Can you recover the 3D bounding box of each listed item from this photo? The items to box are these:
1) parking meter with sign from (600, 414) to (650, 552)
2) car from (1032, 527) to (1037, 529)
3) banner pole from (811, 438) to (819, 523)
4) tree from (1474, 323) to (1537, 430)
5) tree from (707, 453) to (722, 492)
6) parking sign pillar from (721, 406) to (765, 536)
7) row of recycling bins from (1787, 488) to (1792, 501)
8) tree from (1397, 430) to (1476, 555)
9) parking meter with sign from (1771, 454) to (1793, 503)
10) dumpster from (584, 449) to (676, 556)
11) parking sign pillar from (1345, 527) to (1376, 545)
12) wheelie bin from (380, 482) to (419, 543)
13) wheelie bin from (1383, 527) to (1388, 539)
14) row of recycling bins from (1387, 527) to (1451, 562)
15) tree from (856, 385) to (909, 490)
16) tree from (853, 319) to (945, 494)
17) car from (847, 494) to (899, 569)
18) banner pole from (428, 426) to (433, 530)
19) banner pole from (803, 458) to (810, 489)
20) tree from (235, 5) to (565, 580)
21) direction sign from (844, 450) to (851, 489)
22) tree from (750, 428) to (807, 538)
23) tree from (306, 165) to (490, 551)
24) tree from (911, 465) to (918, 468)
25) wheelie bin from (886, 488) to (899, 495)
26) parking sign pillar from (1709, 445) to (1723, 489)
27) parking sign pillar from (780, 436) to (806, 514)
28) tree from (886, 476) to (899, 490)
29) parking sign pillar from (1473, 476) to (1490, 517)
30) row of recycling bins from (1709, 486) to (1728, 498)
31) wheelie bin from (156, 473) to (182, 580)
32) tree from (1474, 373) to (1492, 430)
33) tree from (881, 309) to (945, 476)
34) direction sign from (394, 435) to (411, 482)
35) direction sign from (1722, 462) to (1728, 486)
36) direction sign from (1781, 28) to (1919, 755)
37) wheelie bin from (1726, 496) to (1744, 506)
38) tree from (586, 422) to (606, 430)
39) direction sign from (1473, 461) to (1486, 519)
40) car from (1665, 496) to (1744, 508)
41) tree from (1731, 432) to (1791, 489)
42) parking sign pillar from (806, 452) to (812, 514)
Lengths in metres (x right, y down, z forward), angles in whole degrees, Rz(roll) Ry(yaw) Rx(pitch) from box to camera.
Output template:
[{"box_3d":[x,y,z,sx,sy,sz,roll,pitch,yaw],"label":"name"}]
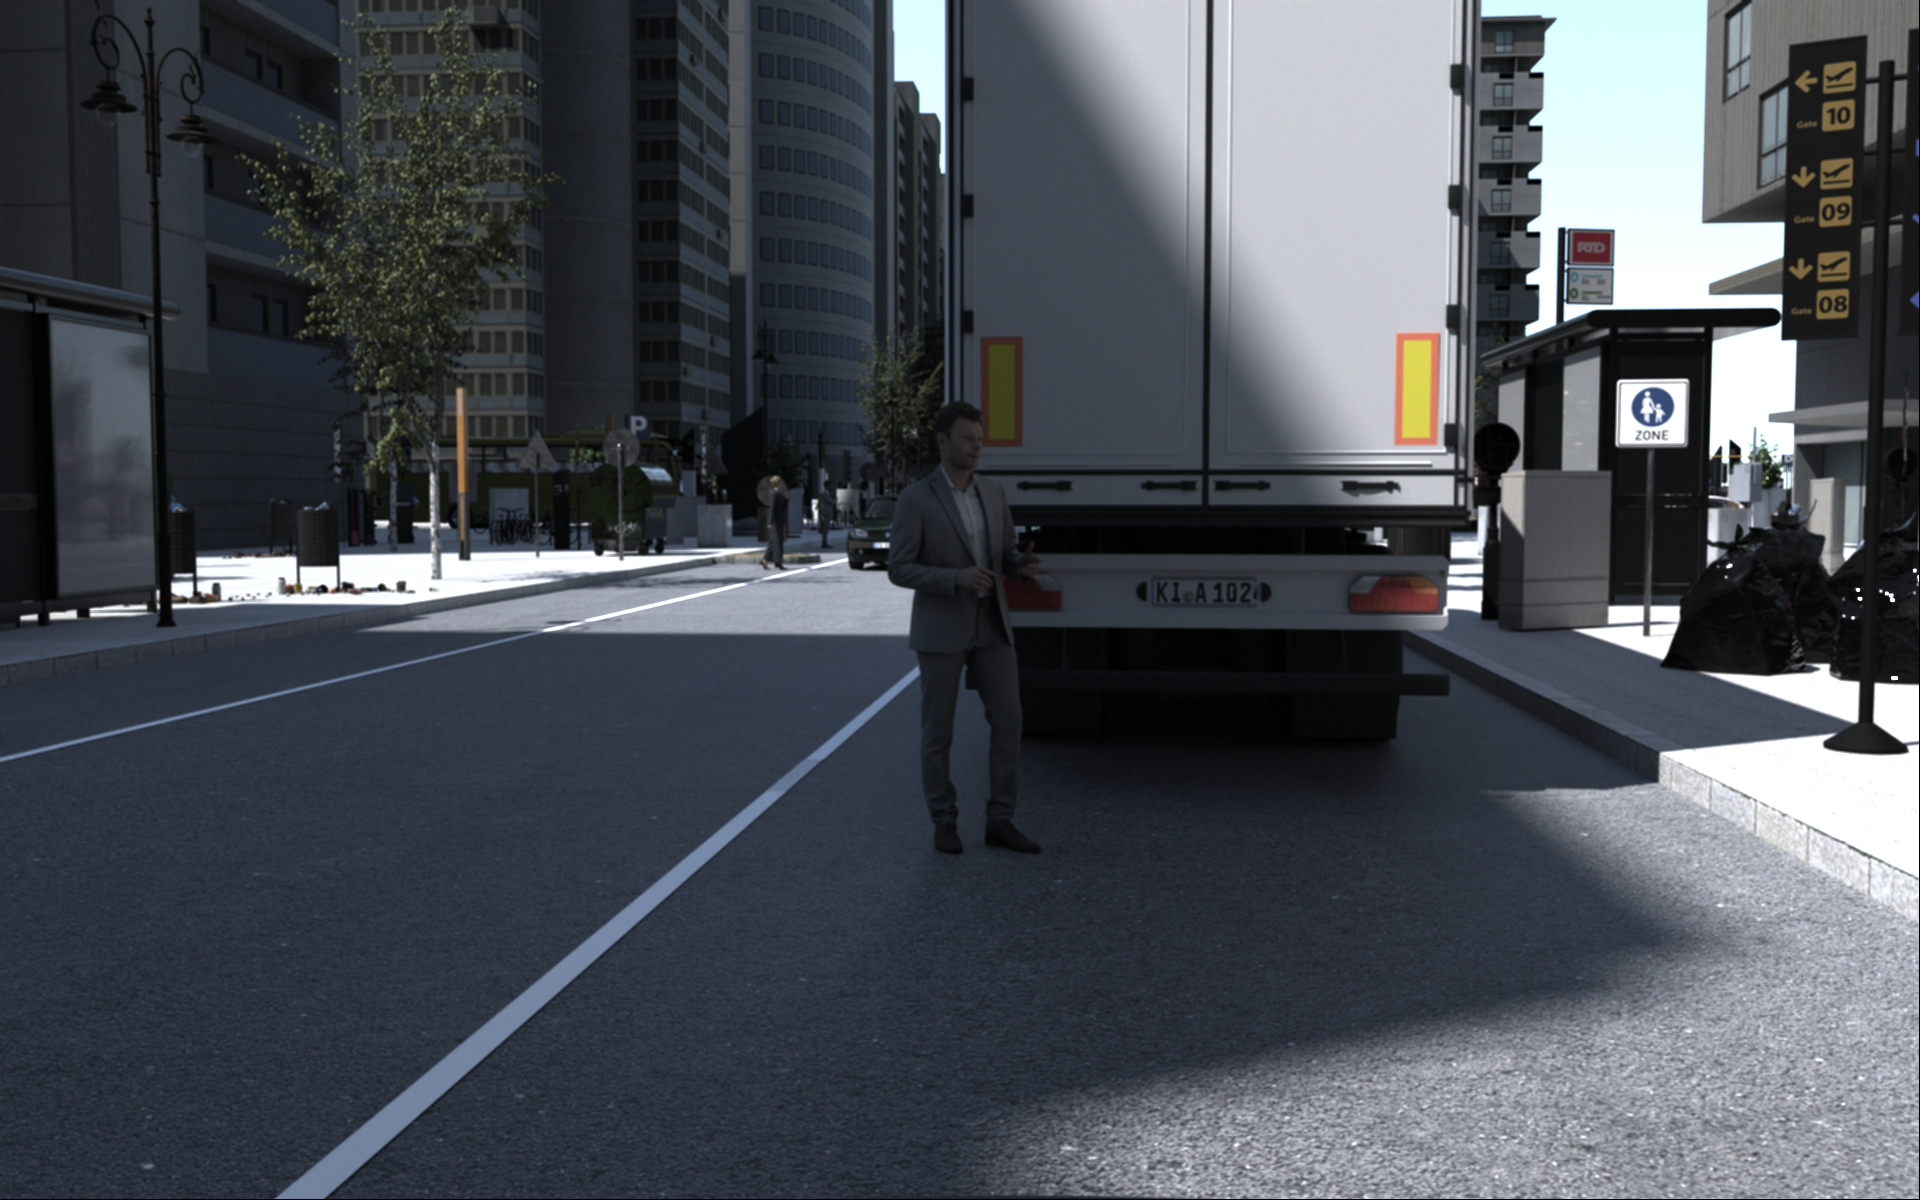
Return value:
[{"box_3d":[-7.551,-2.594,38.668,0.543,3.016,1.738,-3,4,-36],"label":"parking meter with sign"},{"box_3d":[2.004,-1.095,26.697,1.959,1.807,4.718,0,4,7],"label":"car"},{"box_3d":[-6.258,-5.357,77.604,0.401,3.779,0.863,-1,4,-21],"label":"banner pole"},{"box_3d":[23.938,-7.627,75.068,4.360,8.622,3.978,0,3,0],"label":"tree"},{"box_3d":[-10.830,-5.162,79.000,1.663,3.219,1.824,0,3,0],"label":"tree"},{"box_3d":[-6.644,-3.957,53.165,1.447,3.967,1.447,0,4,0],"label":"parking sign pillar"},{"box_3d":[50.071,-5.775,101.535,3.534,1.692,1.069,-1,4,-17],"label":"row of recycling bins"},{"box_3d":[5.963,-1.720,22.723,1.663,3.219,1.824,0,3,0],"label":"tree"},{"box_3d":[36.058,-4.913,76.583,0.543,3.016,1.738,0,4,-8],"label":"parking meter with sign"},{"box_3d":[-6.978,-2.087,36.624,1.502,2.255,1.985,0,4,5],"label":"dumpster"},{"box_3d":[8.591,-3.072,38.706,1.447,3.967,1.447,0,4,1],"label":"parking sign pillar"},{"box_3d":[-14.642,-2.284,45.249,0.980,1.594,0.693,-1,4,-18],"label":"wheelie bin"},{"box_3d":[12.121,-2.548,49.560,0.980,1.594,0.693,2,4,31],"label":"wheelie bin"},{"box_3d":[8.677,-1.553,32.508,1.069,1.692,3.534,1,4,21],"label":"row of recycling bins"},{"box_3d":[-4.907,-10.156,116.419,4.360,8.622,3.978,0,3,0],"label":"tree"},{"box_3d":[-2.727,-7.559,73.945,4.737,8.622,4.395,0,3,0],"label":"tree"},{"box_3d":[-1.102,-1.491,34.165,2.009,1.686,4.222,0,4,7],"label":"car"},{"box_3d":[-18.856,-4.392,61.831,0.401,3.779,0.863,0,4,-2],"label":"banner pole"},{"box_3d":[-9.283,-7.111,106.280,0.863,3.779,0.401,-1,4,-12],"label":"banner pole"},{"box_3d":[-8.119,-4.612,25.772,4.737,8.622,4.395,0,3,0],"label":"tree"},{"box_3d":[-5.828,-5.961,89.451,0.379,3.537,0.876,1,4,18],"label":"direction sign"},{"box_3d":[-5.368,-3.454,51.078,1.663,3.219,1.824,0,3,0],"label":"tree"},{"box_3d":[-12.735,-5.414,38.885,4.360,8.622,3.978,0,3,0],"label":"tree"},{"box_3d":[-2.697,-9.775,143.531,4.285,4.588,4.351,0,3,0],"label":"tree"},{"box_3d":[-3.221,-4.615,83.360,0.693,1.594,0.980,-2,4,-30],"label":"wheelie bin"},{"box_3d":[41.509,-6.544,95.462,1.447,3.967,1.447,-3,5,-44],"label":"parking sign pillar"},{"box_3d":[-8.043,-5.606,80.123,1.447,3.967,1.447,0,4,-2],"label":"parking sign pillar"},{"box_3d":[-5.087,-7.936,124.357,1.663,3.219,1.824,0,3,0],"label":"tree"},{"box_3d":[28.745,-6.569,95.882,1.447,3.967,1.447,0,4,-1],"label":"parking sign pillar"},{"box_3d":[37.771,-4.849,86.392,3.534,1.692,1.069,-1,4,-16],"label":"row of recycling bins"},{"box_3d":[-12.133,-1.101,25.918,0.980,1.594,0.693,-1,4,-14],"label":"wheelie bin"},{"box_3d":[25.864,-8.627,91.415,4.737,8.622,4.395,0,3,0],"label":"tree"},{"box_3d":[-0.219,-11.541,105.705,9.611,12.733,9.660,0,3,0],"label":"tree"},{"box_3d":[-20.497,-4.385,63.699,0.379,3.537,0.876,2,4,25],"label":"direction sign"},{"box_3d":[54.786,-8.081,124.124,0.876,3.537,0.379,-3,5,-45],"label":"direction sign"},{"box_3d":[4.549,-1.015,8.599,0.876,3.537,0.379,2,4,33],"label":"direction sign"},{"box_3d":[38.007,-4.697,84.701,0.980,1.594,0.693,1,4,14],"label":"wheelie bin"},{"box_3d":[-16.338,-5.848,79.326,4.285,4.588,4.351,0,3,0],"label":"tree"},{"box_3d":[23.856,-5.365,79.709,0.379,3.537,0.876,-2,4,-27],"label":"direction sign"},{"box_3d":[27.503,-3.105,63.126,4.827,1.381,2.083,0,4,5],"label":"car"},{"box_3d":[25.186,-3.676,54.705,1.663,3.219,1.824,0,3,0],"label":"tree"},{"box_3d":[-10.088,-7.547,111.862,1.447,3.967,1.447,3,4,39],"label":"parking sign pillar"}]
